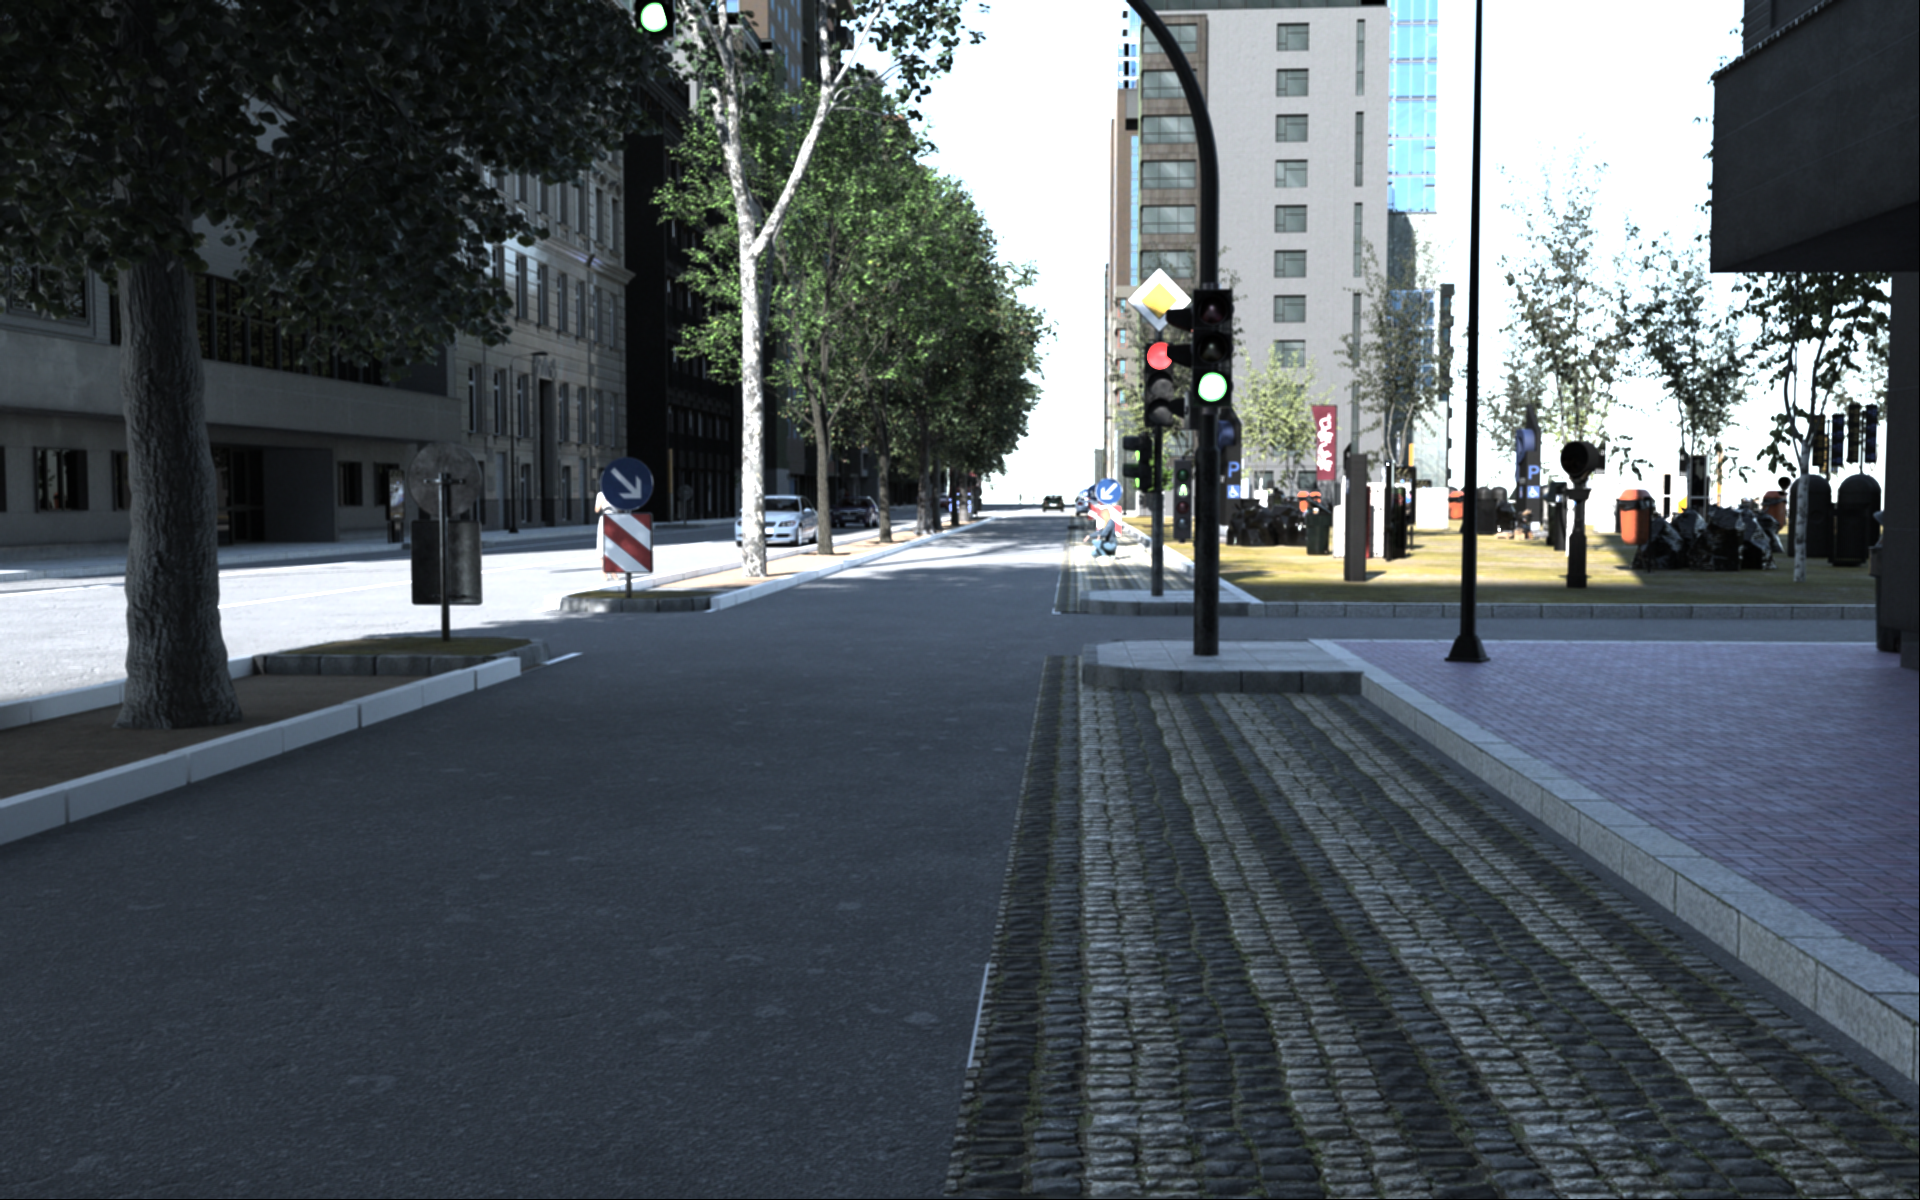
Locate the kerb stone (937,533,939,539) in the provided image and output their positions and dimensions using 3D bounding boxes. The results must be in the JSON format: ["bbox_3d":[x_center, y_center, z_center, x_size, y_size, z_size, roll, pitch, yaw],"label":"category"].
[{"bbox_3d":[-0.832,-1.980,54.625,0.120,0.150,1.000,0,4,4],"label":"kerb stone"}]

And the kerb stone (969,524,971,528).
[{"bbox_3d":[0.249,-2.985,71.003,0.120,0.150,1.000,0,4,4],"label":"kerb stone"}]

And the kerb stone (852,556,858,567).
[{"bbox_3d":[-2.182,-0.734,34.199,0.120,0.150,1.000,0,4,4],"label":"kerb stone"}]

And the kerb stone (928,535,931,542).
[{"bbox_3d":[-1.039,-1.796,51.558,0.120,0.150,1.000,0,4,4],"label":"kerb stone"}]

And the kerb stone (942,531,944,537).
[{"bbox_3d":[-0.699,-2.107,56.666,0.120,0.150,1.000,0,4,4],"label":"kerb stone"}]

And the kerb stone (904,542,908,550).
[{"bbox_3d":[-1.510,-1.359,44.407,0.120,0.150,1.000,0,4,4],"label":"kerb stone"}]

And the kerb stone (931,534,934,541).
[{"bbox_3d":[-0.968,-1.858,52.578,0.120,0.150,1.000,0,4,4],"label":"kerb stone"}]

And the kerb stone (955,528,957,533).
[{"bbox_3d":[-0.285,-2.483,62.801,0.120,0.150,1.000,0,4,4],"label":"kerb stone"}]

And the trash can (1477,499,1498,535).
[{"bbox_3d":[16.469,-2.603,54.214,0.748,1.137,0.748,0,3,0],"label":"trash can"}]

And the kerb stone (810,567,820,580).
[{"bbox_3d":[-2.525,-0.419,29.078,0.120,0.150,1.000,0,4,4],"label":"kerb stone"}]

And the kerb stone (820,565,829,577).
[{"bbox_3d":[-2.452,-0.483,30.098,0.120,0.150,1.000,0,4,4],"label":"kerb stone"}]

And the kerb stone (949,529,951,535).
[{"bbox_3d":[-0.497,-2.296,59.740,0.120,0.150,1.000,0,4,4],"label":"kerb stone"}]

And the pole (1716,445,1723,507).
[{"bbox_3d":[31.483,-4.770,71.839,0.158,3.312,0.155,0,3,0],"label":"pole"}]

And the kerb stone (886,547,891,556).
[{"bbox_3d":[-1.778,-1.107,40.320,0.120,0.150,1.000,0,4,4],"label":"kerb stone"}]

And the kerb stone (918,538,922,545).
[{"bbox_3d":[-1.232,-1.609,48.499,0.120,0.150,1.000,0,4,4],"label":"kerb stone"}]

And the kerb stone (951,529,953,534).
[{"bbox_3d":[-0.428,-2.356,60.762,0.120,0.150,1.000,0,4,4],"label":"kerb stone"}]

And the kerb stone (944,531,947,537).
[{"bbox_3d":[-0.622,-2.171,57.692,0.120,0.150,1.000,0,4,4],"label":"kerb stone"}]

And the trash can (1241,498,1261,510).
[{"bbox_3d":[9.350,-2.701,55.807,0.748,1.137,0.748,0,3,0],"label":"trash can"}]

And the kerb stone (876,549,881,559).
[{"bbox_3d":[-1.913,-0.984,38.281,0.120,0.150,1.000,0,4,4],"label":"kerb stone"}]

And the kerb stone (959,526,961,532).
[{"bbox_3d":[-0.156,-2.608,64.844,0.120,0.150,1.000,0,4,4],"label":"kerb stone"}]

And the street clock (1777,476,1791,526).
[{"bbox_3d":[33.408,-4.015,70.223,0.471,2.002,0.358,3,5,42],"label":"street clock"}]

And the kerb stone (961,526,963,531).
[{"bbox_3d":[-0.086,-2.671,65.867,0.120,0.150,1.000,0,4,4],"label":"kerb stone"}]

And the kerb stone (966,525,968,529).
[{"bbox_3d":[0.109,-2.859,68.943,0.120,0.150,1.000,0,4,4],"label":"kerb stone"}]

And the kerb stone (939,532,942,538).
[{"bbox_3d":[-0.753,-2.046,55.644,0.120,0.150,1.000,0,4,4],"label":"kerb stone"}]

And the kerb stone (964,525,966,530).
[{"bbox_3d":[0.049,-2.796,67.918,0.120,0.150,1.000,0,4,4],"label":"kerb stone"}]

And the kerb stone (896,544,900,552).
[{"bbox_3d":[-1.644,-1.234,42.363,0.120,0.150,1.000,0,4,4],"label":"kerb stone"}]

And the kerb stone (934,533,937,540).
[{"bbox_3d":[-0.899,-1.921,53.597,0.120,0.150,1.000,0,4,4],"label":"kerb stone"}]

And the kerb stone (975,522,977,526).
[{"bbox_3d":[0.522,-3.235,75.085,0.120,0.150,1.000,0,4,4],"label":"kerb stone"}]

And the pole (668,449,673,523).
[{"bbox_3d":[-13.042,-5.145,77.956,0.158,3.312,0.155,0,3,0],"label":"pole"}]

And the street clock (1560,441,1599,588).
[{"bbox_3d":[8.454,-1.169,23.688,0.358,2.002,0.471,-2,4,-34],"label":"street clock"}]

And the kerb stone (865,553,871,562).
[{"bbox_3d":[-2.043,-0.859,36.238,0.120,0.150,1.000,0,4,4],"label":"kerb stone"}]

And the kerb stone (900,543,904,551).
[{"bbox_3d":[-1.579,-1.296,43.387,0.120,0.150,1.000,0,4,4],"label":"kerb stone"}]

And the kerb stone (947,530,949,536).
[{"bbox_3d":[-0.553,-2.222,58.720,0.120,0.150,1.000,0,4,4],"label":"kerb stone"}]

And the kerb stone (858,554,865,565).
[{"bbox_3d":[-2.114,-0.793,35.219,0.120,0.150,1.000,0,4,4],"label":"kerb stone"}]

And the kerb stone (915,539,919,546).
[{"bbox_3d":[-1.304,-1.541,47.479,0.120,0.150,1.000,0,4,4],"label":"kerb stone"}]

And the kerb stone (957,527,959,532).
[{"bbox_3d":[-0.221,-2.546,63.821,0.120,0.150,1.000,0,4,4],"label":"kerb stone"}]

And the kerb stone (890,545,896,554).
[{"bbox_3d":[-1.707,-1.171,41.343,0.120,0.150,1.000,0,4,4],"label":"kerb stone"}]

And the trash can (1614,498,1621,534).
[{"bbox_3d":[21.629,-2.727,56.242,0.748,1.137,0.748,0,3,0],"label":"trash can"}]

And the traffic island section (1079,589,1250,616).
[{"bbox_3d":[2.508,0.027,21.836,2.009,0.180,2.903,0,4,4],"label":"traffic island section"}]

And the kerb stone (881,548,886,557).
[{"bbox_3d":[-1.851,-1.046,39.301,0.120,0.150,1.000,0,4,4],"label":"kerb stone"}]

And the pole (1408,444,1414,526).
[{"bbox_3d":[18.293,-4.673,70.246,0.158,3.312,0.155,0,3,0],"label":"pole"}]

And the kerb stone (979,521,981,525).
[{"bbox_3d":[0.726,-3.422,78.152,0.120,0.150,1.000,0,4,4],"label":"kerb stone"}]

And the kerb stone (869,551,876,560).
[{"bbox_3d":[-1.980,-0.921,37.258,0.120,0.150,1.000,0,4,4],"label":"kerb stone"}]

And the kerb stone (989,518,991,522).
[{"bbox_3d":[1.332,-3.985,87.355,0.120,0.150,1.000,0,4,4],"label":"kerb stone"}]

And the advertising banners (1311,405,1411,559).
[{"bbox_3d":[7.909,-2.325,34.199,2.074,3.025,0.090,-1,4,-9],"label":"advertising banners"}]

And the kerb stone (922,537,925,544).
[{"bbox_3d":[-1.170,-1.671,49.519,0.120,0.150,1.000,0,4,4],"label":"kerb stone"}]

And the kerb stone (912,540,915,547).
[{"bbox_3d":[-1.378,-1.479,46.460,0.120,0.150,1.000,0,4,4],"label":"kerb stone"}]

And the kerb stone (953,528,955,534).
[{"bbox_3d":[-0.351,-2.421,61.781,0.120,0.150,1.000,0,4,4],"label":"kerb stone"}]

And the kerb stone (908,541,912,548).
[{"bbox_3d":[-1.436,-1.417,45.434,0.120,0.150,1.000,0,4,4],"label":"kerb stone"}]

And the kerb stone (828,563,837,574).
[{"bbox_3d":[-2.385,-0.543,31.118,0.120,0.150,1.000,0,4,4],"label":"kerb stone"}]

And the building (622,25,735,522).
[{"bbox_3d":[-18.968,-15.718,86.671,12.332,23.373,15.834,0,4,4],"label":"building"}]

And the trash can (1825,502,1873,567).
[{"bbox_3d":[15.690,-1.159,30.610,0.748,1.137,0.748,0,3,0],"label":"trash can"}]

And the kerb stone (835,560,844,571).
[{"bbox_3d":[-2.324,-0.606,32.149,0.120,0.150,1.000,0,4,4],"label":"kerb stone"}]

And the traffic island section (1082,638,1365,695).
[{"bbox_3d":[1.982,0.515,13.868,2.009,0.180,2.903,0,4,4],"label":"traffic island section"}]

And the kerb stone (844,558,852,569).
[{"bbox_3d":[-2.245,-0.671,33.169,0.120,0.150,1.000,0,4,4],"label":"kerb stone"}]

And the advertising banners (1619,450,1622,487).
[{"bbox_3d":[26.099,-4.401,68.145,0.090,3.025,2.074,2,4,31],"label":"advertising banners"}]

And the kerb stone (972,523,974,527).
[{"bbox_3d":[0.388,-3.107,73.046,0.120,0.150,1.000,0,4,4],"label":"kerb stone"}]

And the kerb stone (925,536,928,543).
[{"bbox_3d":[-1.102,-1.733,50.538,0.120,0.150,1.000,0,4,4],"label":"kerb stone"}]
